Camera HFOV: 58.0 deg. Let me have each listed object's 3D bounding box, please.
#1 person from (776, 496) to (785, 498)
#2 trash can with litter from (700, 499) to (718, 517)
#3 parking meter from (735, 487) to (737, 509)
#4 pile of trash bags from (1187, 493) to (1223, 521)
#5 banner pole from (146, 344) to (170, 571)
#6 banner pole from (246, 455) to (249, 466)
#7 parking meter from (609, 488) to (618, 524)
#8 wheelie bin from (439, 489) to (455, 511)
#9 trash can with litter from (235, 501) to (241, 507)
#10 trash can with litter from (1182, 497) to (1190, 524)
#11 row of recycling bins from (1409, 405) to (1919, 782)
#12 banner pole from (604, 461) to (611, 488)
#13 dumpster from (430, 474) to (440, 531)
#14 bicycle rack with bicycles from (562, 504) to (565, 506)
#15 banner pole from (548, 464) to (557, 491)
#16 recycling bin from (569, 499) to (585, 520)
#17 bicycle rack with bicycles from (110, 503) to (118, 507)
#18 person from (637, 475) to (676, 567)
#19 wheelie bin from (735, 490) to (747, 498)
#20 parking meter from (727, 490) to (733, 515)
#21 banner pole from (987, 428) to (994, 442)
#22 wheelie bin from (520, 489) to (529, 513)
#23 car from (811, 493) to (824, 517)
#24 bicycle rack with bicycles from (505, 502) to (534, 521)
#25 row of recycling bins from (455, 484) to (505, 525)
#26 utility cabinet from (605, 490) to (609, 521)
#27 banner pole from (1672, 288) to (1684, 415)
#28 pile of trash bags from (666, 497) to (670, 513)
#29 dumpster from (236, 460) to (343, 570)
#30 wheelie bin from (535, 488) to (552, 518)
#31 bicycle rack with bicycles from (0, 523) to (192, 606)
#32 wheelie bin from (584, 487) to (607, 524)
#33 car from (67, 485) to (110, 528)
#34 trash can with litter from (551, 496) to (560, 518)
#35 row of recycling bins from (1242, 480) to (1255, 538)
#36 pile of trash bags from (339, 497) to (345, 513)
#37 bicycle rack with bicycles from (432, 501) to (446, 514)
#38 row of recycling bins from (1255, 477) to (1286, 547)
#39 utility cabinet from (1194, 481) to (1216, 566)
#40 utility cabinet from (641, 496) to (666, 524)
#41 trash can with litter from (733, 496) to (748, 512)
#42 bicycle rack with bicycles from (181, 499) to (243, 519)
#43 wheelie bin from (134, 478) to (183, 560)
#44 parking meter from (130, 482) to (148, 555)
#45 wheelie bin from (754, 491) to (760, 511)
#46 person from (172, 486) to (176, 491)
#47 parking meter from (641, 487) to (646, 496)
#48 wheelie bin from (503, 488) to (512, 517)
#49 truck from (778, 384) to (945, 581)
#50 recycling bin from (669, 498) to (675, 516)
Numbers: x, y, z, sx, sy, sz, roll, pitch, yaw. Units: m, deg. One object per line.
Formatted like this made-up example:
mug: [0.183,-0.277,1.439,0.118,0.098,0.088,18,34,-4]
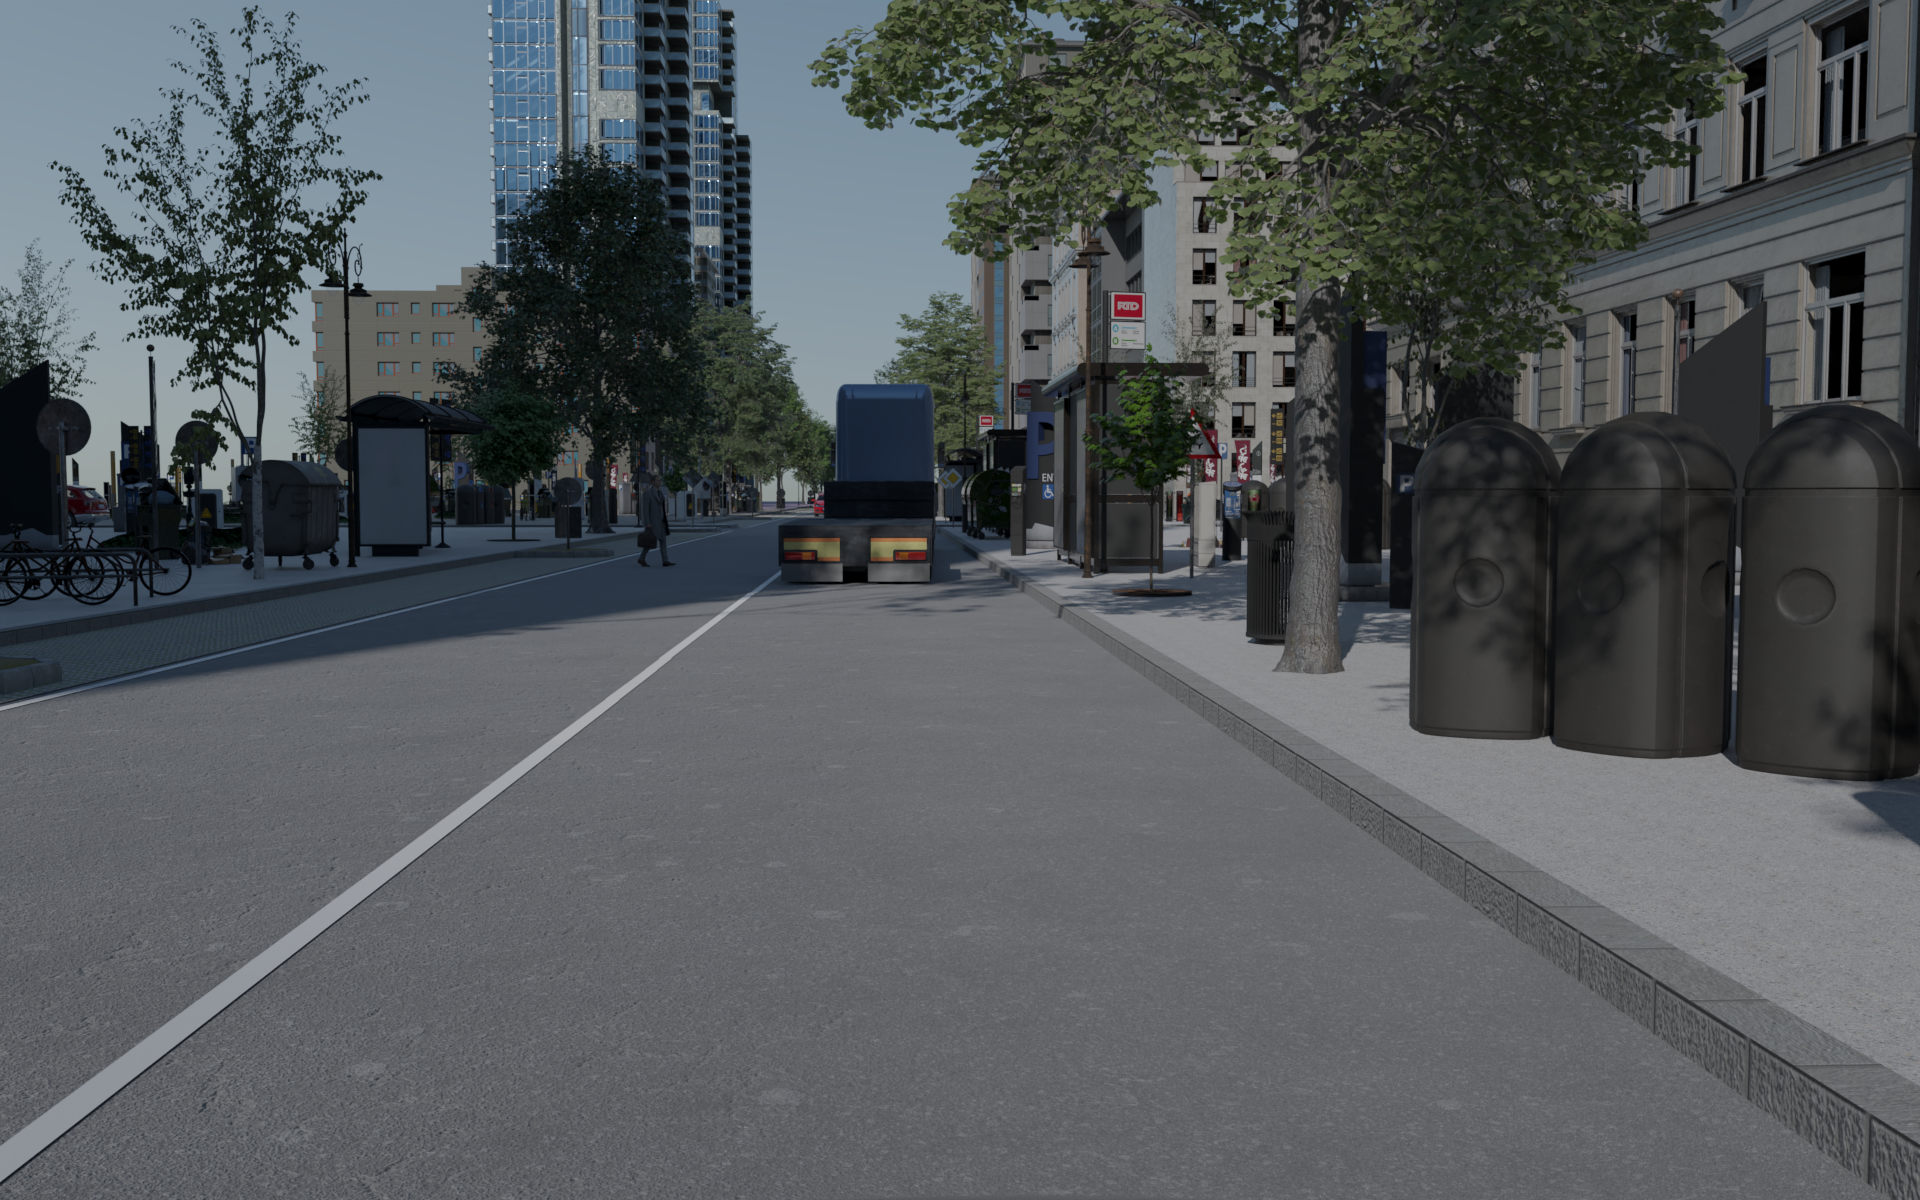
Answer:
person: [-23.488,-13.298,226.653,1.217,1.736,0.721,0,4,-6]
trash can with litter: [-14.285,-5.329,98.517,1.055,1.170,0.624,0,4,-5]
parking meter: [-18.750,-8.538,145.308,0.255,1.863,0.399,0,4,4]
pile of trash bags: [12.458,-4.517,83.609,3.447,1.369,1.912,3,4,38]
banner pole: [-13.398,-2.374,28.828,0.401,3.779,0.863,-2,4,-30]
banner pole: [-36.098,-5.982,87.822,0.401,3.779,0.863,-2,4,-33]
parking meter: [-14.987,-4.062,74.826,0.372,1.533,0.369,0,3,0]
wheelie bin: [-29.007,-5.568,98.943,0.980,1.594,0.693,-2,4,-34]
trash can with litter: [-49.765,-6.659,119.924,2.233,1.210,1.678,1,4,14]
trash can with litter: [10.034,-3.844,74.236,1.055,1.170,0.624,2,4,32]
row of recycling bins: [3.825,-0.081,8.436,3.534,1.692,1.069,3,5,43]
banner pole: [-15.780,-5.335,77.250,0.863,3.779,0.401,2,4,35]
dumpster: [-13.826,-2.460,42.713,1.502,2.255,1.985,0,4,-2]
bicycle rack with bicycles: [-25.529,-5.932,110.366,2.852,0.926,2.925,3,4,36]
banner pole: [-29.557,-8.288,125.530,0.863,3.779,0.401,-2,4,-34]
recycling bin: [-19.128,-4.499,86.114,0.722,1.027,0.722,-3,4,-37]
bicycle rack with bicycles: [-63.149,-7.037,128.444,2.852,0.926,2.925,2,4,33]
person: [-5.991,-1.563,34.160,0.767,1.812,0.694,2,4,27]
wheelie bin: [-17.953,-8.200,141.982,0.980,1.594,0.693,0,4,-8]
parking meter: [-14.440,-6.027,106.954,0.372,1.533,0.369,0,3,0]
banner pole: [1.168,-4.646,65.977,0.401,3.779,0.863,-2,4,-24]
wheelie bin: [-28.279,-6.422,112.905,0.693,1.594,0.980,0,4,4]
car: [-8.396,-6.217,110.694,2.155,1.783,4.494,0,4,-3]
bicycle rack with bicycles: [-21.447,-4.277,83.316,2.852,0.926,2.925,0,4,-4]
row of recycling bins: [-20.460,-4.073,73.700,1.069,1.692,3.534,1,4,11]
utility cabinet: [-16.672,-4.462,81.633,0.318,1.500,1.173,0,4,-8]
banner pole: [8.661,-1.894,20.984,0.401,3.779,0.863,1,4,20]
pile of trash bags: [-20.341,-6.520,116.350,1.912,1.369,3.447,-2,4,-26]
dumpster: [-11.549,-1.475,29.880,1.264,1.857,1.865,0,4,-3]
wheelie bin: [-22.188,-5.175,92.516,0.693,1.594,0.980,2,4,32]
bicycle rack with bicycles: [-10.774,-0.432,20.451,2.925,0.926,2.852,-1,4,-18]
wheelie bin: [-15.792,-4.115,75.192,0.980,1.594,0.693,-2,4,-24]
car: [-36.347,-3.632,68.056,5.304,1.827,2.281,0,4,-4]
trash can with litter: [-22.157,-5.102,94.802,0.624,1.170,1.055,0,4,-5]
row of recycling bins: [9.874,-2.699,51.249,3.534,1.692,1.069,-1,4,-23]
pile of trash bags: [-44.493,-6.784,120.670,3.447,1.369,1.912,-1,4,-8]
bicycle rack with bicycles: [-36.346,-6.481,119.341,2.925,0.926,2.852,-1,4,-9]
row of recycling bins: [8.759,-2.085,41.195,1.069,1.692,3.534,-3,4,-37]
utility cabinet: [4.307,-1.350,30.757,0.318,1.500,1.173,0,4,1]
utility cabinet: [-12.940,-3.793,73.185,1.020,1.237,0.306,0,4,-4]
trash can with litter: [-15.862,-6.998,125.802,1.055,1.170,0.624,2,4,30]
bicycle rack with bicycles: [-36.567,-4.365,84.757,2.925,0.926,2.852,3,4,39]
wheelie bin: [-15.667,-1.589,33.884,0.980,1.594,0.693,2,4,33]
parking meter: [-17.125,-1.709,36.349,0.372,1.533,0.369,0,3,0]
wheelie bin: [-15.504,-7.609,132.319,0.693,1.594,0.980,0,4,5]
person: [-30.512,-3.545,67.136,0.731,1.740,0.598,0,4,8]
parking meter: [-25.582,-8.217,140.053,0.255,1.863,0.399,-3,5,-43]
wheelie bin: [-25.713,-5.480,97.504,0.693,1.594,0.980,3,5,43]
truck: [-1.765,-2.860,36.528,2.967,4.110,18.799,0,4,-1]
recycling bin: [-16.970,-5.580,103.783,0.722,1.027,0.722,3,5,42]
